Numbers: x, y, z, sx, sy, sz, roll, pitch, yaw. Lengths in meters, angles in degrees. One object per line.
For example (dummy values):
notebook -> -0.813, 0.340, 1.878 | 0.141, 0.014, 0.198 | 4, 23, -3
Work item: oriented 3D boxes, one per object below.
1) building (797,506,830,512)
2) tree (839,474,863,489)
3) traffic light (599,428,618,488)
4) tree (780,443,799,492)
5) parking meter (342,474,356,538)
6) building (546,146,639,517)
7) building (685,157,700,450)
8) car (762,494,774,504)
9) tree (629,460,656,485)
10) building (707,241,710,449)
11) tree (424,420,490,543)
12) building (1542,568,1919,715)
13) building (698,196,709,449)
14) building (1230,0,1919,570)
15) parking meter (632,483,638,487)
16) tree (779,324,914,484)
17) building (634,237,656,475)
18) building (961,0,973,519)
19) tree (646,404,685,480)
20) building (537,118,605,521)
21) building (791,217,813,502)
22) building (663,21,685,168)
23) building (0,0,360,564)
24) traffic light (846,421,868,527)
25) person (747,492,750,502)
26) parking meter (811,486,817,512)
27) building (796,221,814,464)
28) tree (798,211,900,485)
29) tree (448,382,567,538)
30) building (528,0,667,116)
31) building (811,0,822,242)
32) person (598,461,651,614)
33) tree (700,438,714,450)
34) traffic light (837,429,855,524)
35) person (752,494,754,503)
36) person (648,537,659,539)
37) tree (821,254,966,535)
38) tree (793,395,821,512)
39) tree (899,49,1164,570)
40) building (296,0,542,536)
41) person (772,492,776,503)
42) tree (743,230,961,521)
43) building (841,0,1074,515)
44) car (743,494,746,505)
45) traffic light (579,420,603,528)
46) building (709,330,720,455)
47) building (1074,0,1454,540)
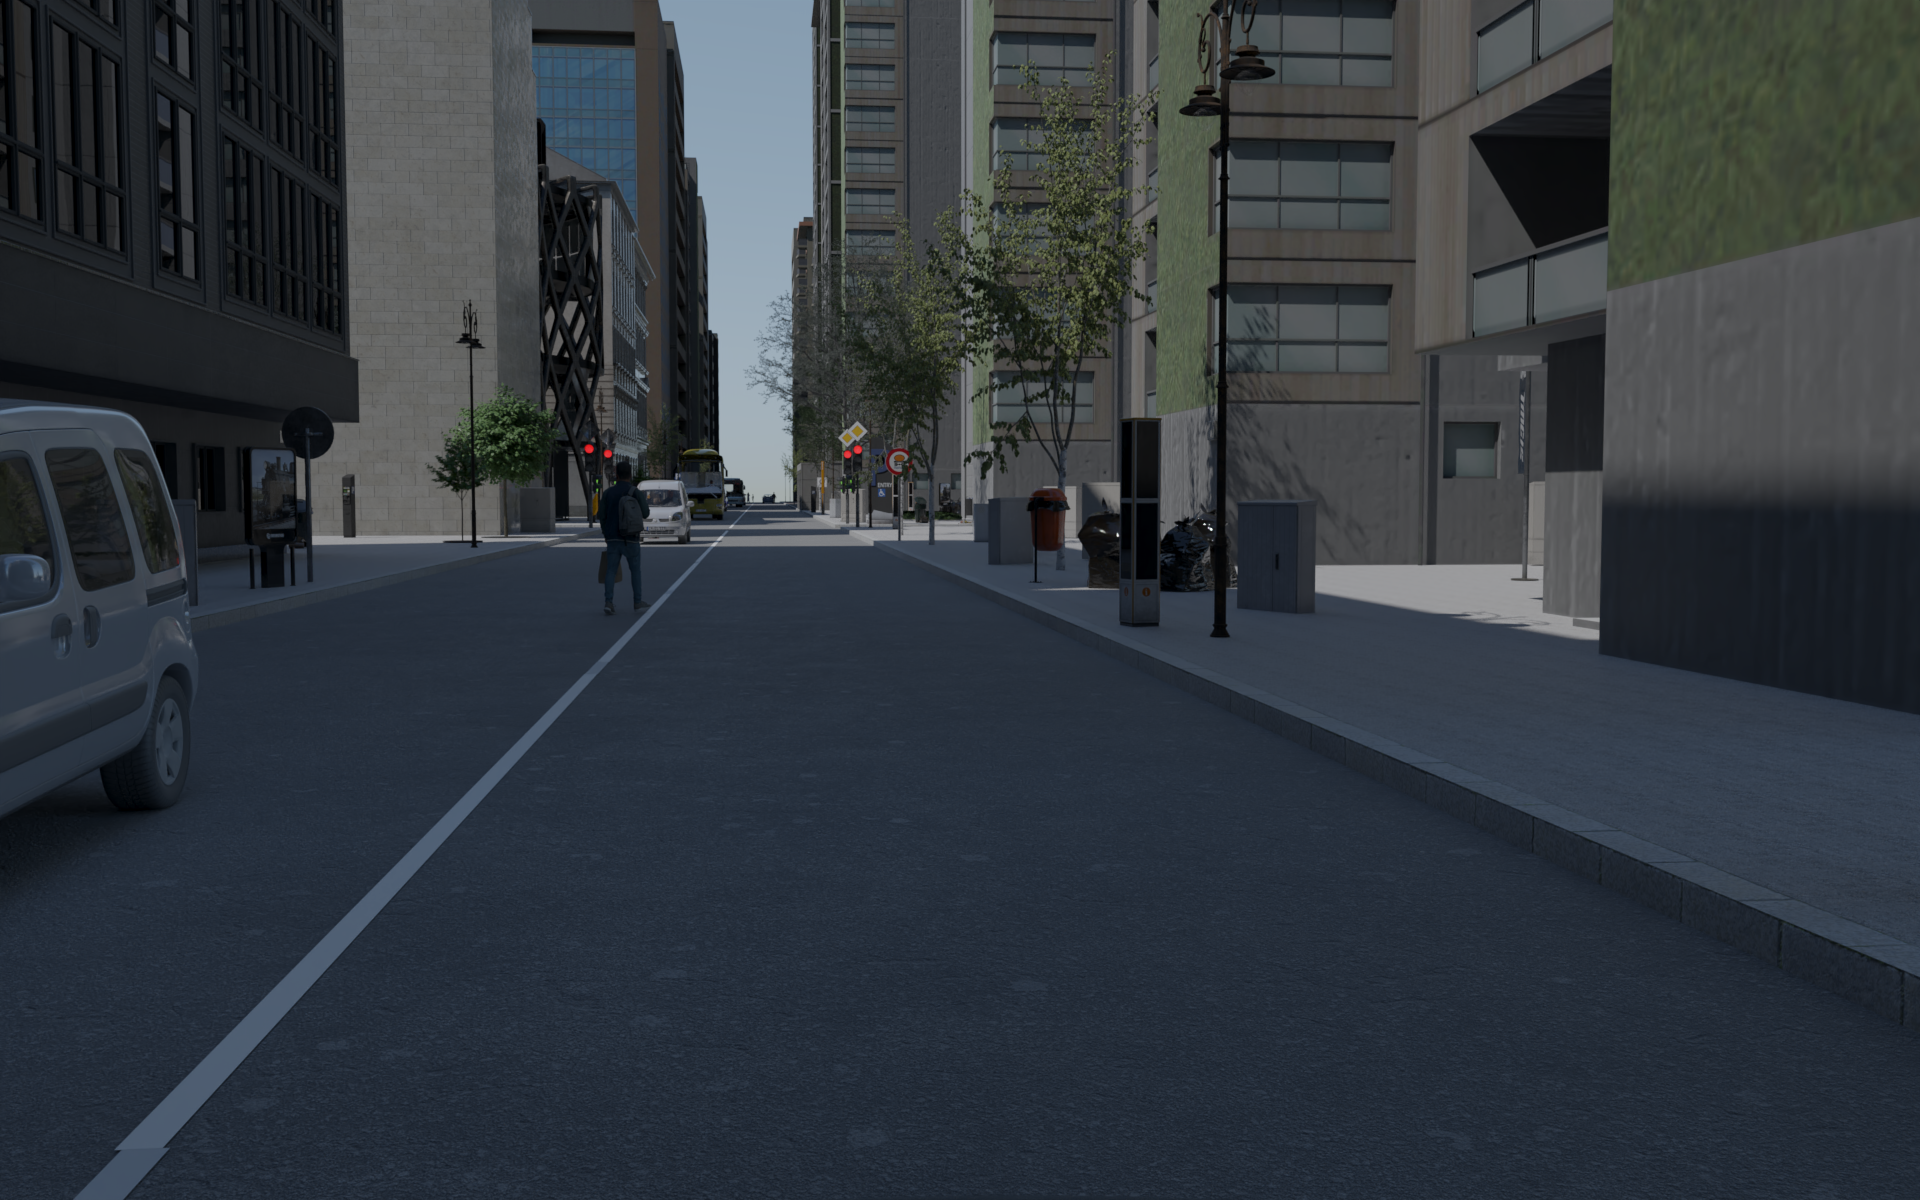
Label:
building -> -2.774, -42.842, 138.712 | 20.563, 71.187, 20.611 | 0, 4, -6
tree -> -6.725, -6.780, 105.456 | 1.663, 3.219, 1.824 | 0, 3, 0
traffic light -> -14.860, -5.166, 73.386 | 0.839, 4.253, 0.868 | 0, 4, -6
tree -> -22.114, -17.358, 234.172 | 4.737, 8.622, 4.395 | 0, 3, 0
parking meter -> -17.934, -2.760, 50.829 | 0.255, 1.863, 0.399 | 0, 4, 2
building -> -24.862, -15.613, 104.428 | 9.793, 20.994, 18.267 | 0, 4, -6
building -> -38.004, -31.812, 203.717 | 14.154, 41.232, 14.086 | 0, 4, -6
car -> -28.779, -15.164, 259.940 | 2.014, 1.417, 4.499 | 0, 4, -5
tree -> -18.136, -6.358, 98.548 | 1.663, 3.219, 1.824 | 0, 3, 0
building -> -48.273, -38.735, 283.425 | 14.600, 45.320, 14.200 | 0, 4, -6
tree -> -13.271, -3.122, 45.651 | 1.663, 3.219, 1.824 | 0, 3, 0
building -> 11.905, -20.276, 15.111 | 14.154, 41.232, 14.086 | 0, 4, -6
building -> -49.667, -39.218, 264.909 | 21.300, 48.544, 21.600 | 0, 4, -6
building -> 10.831, -21.626, 37.175 | 14.154, 41.232, 14.086 | 0, 4, -6
parking meter -> -16.893, -5.159, 90.066 | 0.255, 1.863, 0.399 | -1, 4, -22
tree -> -6.094, -9.665, 92.430 | 7.601, 10.594, 8.767 | -2, 4, -25
building -> -28.228, -17.604, 123.975 | 11.583, 22.565, 21.152 | 0, 4, -6
building -> 15.046, -33.223, 85.196 | 28.212, 58.520, 21.231 | 0, 4, -6
tree -> -24.078, -11.508, 138.519 | 4.737, 8.622, 4.395 | 0, 3, 0
building -> -25.403, -13.073, 81.195 | 16.820, 18.784, 16.811 | 0, 4, -6
building -> -17.992, -41.225, 297.724 | 21.300, 48.544, 21.600 | 0, 4, -6
building -> -38.272, -33.464, 170.834 | 21.300, 48.544, 21.600 | 0, 4, -6
building -> -18.568, -14.122, 24.405 | 14.314, 27.812, 24.014 | 0, 4, -6
traffic light -> -3.959, -4.751, 66.605 | 0.839, 4.253, 0.868 | 0, 4, -6
person -> -36.702, -17.811, 300.373 | 0.621, 1.740, 0.551 | 2, 4, 27
parking meter -> -10.193, -7.038, 120.774 | 0.399, 1.863, 0.255 | 0, 4, -3
building -> -14.486, -37.791, 272.500 | 22.147, 44.769, 28.867 | 0, 4, -6
tree -> -0.952, -5.702, 43.589 | 4.737, 8.622, 4.395 | 0, 3, 0
tree -> -13.282, -4.108, 50.878 | 4.285, 4.588, 4.351 | 0, 3, 0
building -> -33.178, -30.790, 153.529 | 14.600, 45.320, 14.200 | 0, 4, -6
building -> 0.341, -35.472, 169.213 | 28.713, 52.752, 27.495 | 0, 4, -6
person -> -4.060, -0.746, 20.687 | 0.794, 1.824, 0.713 | 1, 4, 22
tree -> -33.802, -16.761, 224.401 | 4.737, 8.622, 4.395 | 0, 3, 0
traffic light -> -4.865, -5.237, 74.538 | 0.839, 4.253, 0.868 | 0, 4, -6
person -> -34.269, -16.799, 286.429 | 0.557, 1.426, 1.065 | -2, 4, -28
person -> -9.817, -2.615, 55.541 | 0.394, 1.301, 0.425 | 0, 4, 7
tree -> -1.820, -6.327, 53.810 | 4.360, 8.622, 3.978 | 0, 3, 0
tree -> -10.242, -10.774, 126.518 | 4.360, 8.622, 3.978 | 0, 3, 0
tree -> 1.610, -4.820, 29.176 | 4.737, 8.622, 4.395 | 0, 3, 0
building -> -23.191, -12.387, 57.272 | 16.860, 20.320, 10.420 | 0, 4, -6
person -> -28.427, -15.641, 264.776 | 0.990, 1.755, 0.434 | 3, 4, 36
tree -> -4.977, -10.435, 80.977 | 12.009, 13.543, 11.850 | 0, 3, 0
building -> -0.887, -26.348, 114.377 | 14.154, 41.232, 14.086 | 0, 4, -6
car -> -28.360, -12.981, 220.915 | 2.281, 1.827, 5.304 | 0, 4, -6
traffic light -> -13.954, -4.681, 65.452 | 0.839, 4.253, 0.868 | 0, 4, -6
building -> -48.749, -32.220, 298.504 | 14.160, 30.474, 14.107 | 0, 4, -6
building -> 7.204, -22.958, 58.950 | 14.154, 41.232, 14.086 | 0, 4, -6
